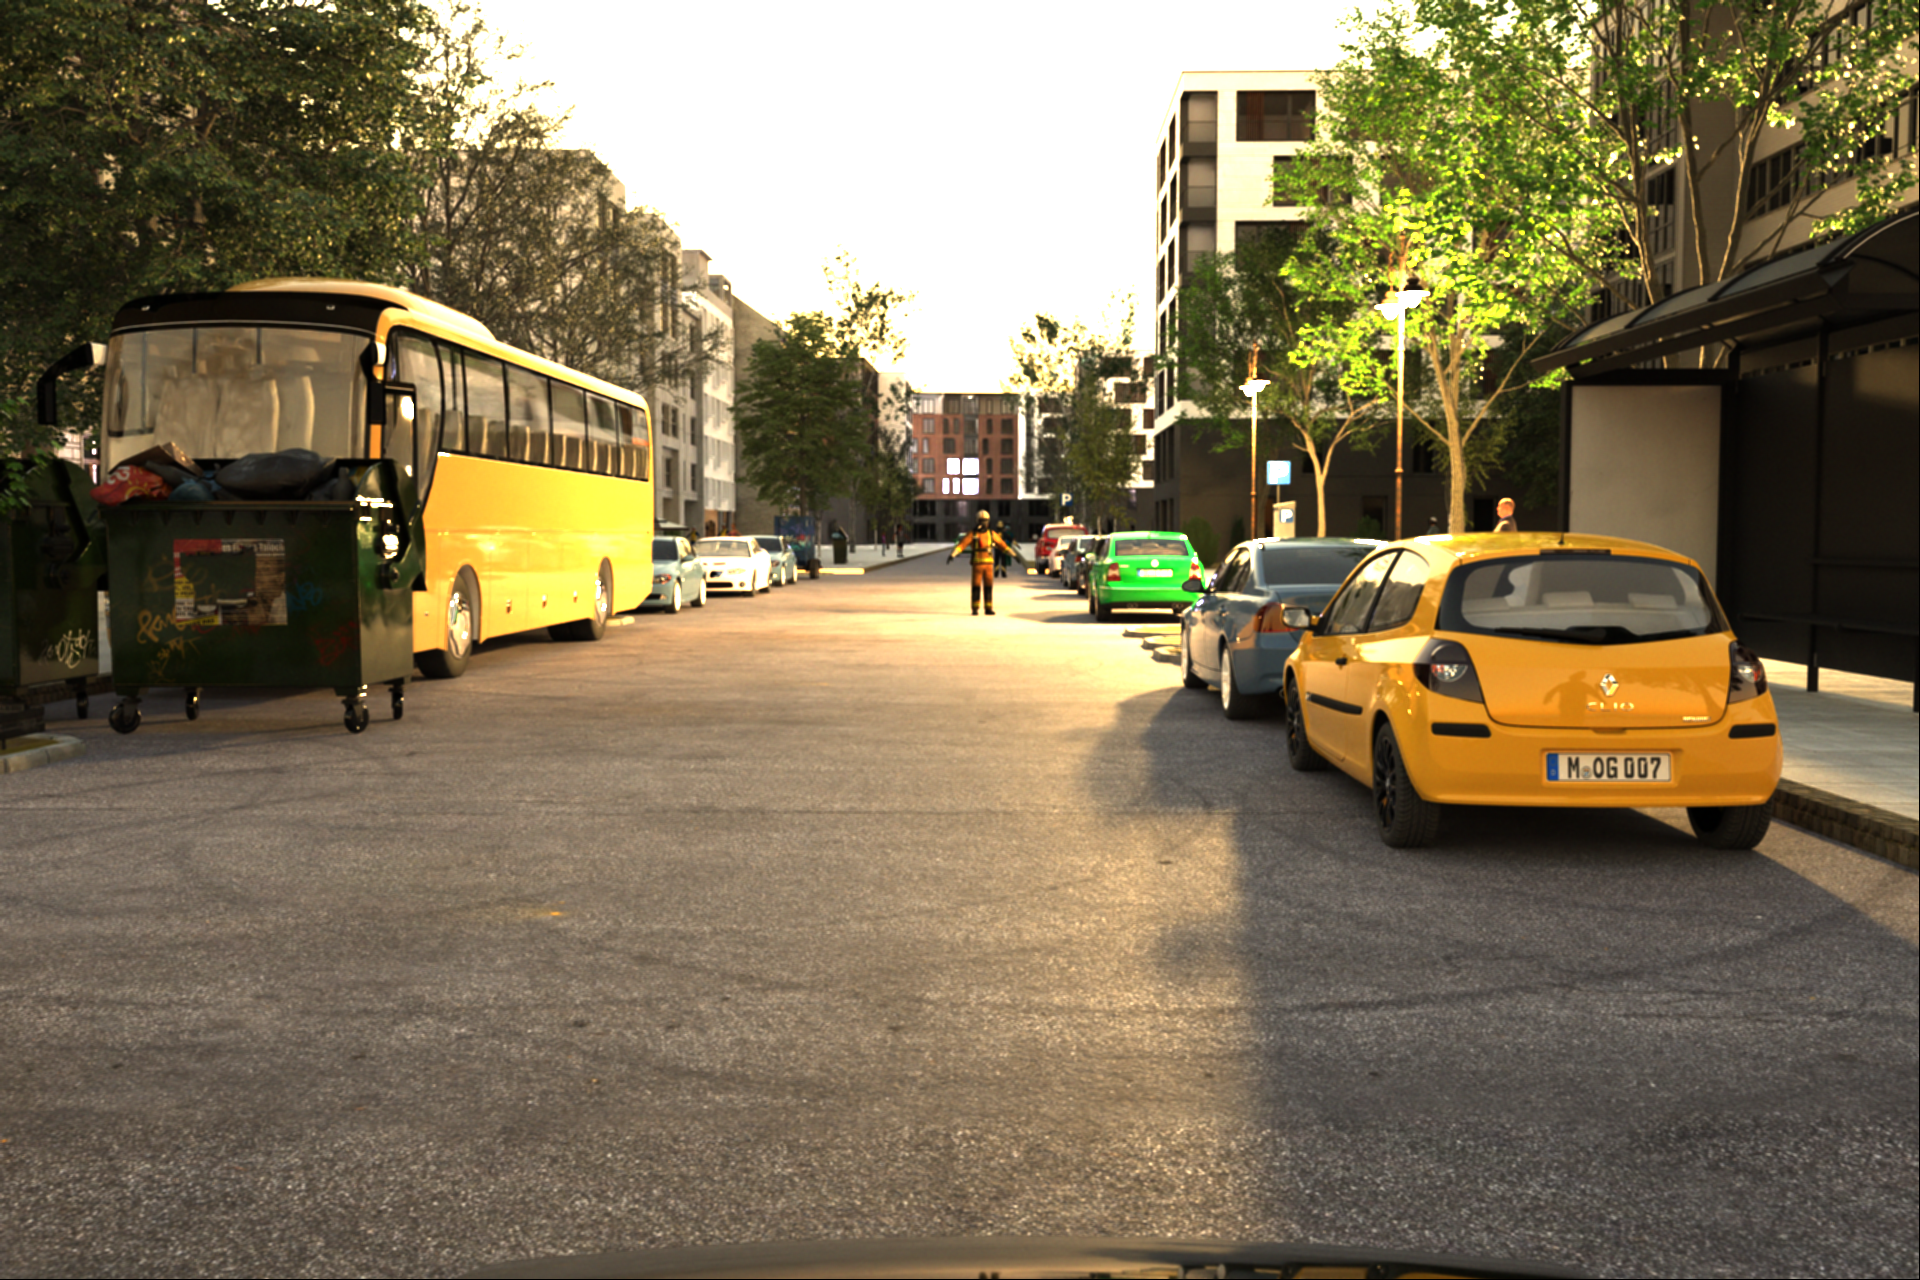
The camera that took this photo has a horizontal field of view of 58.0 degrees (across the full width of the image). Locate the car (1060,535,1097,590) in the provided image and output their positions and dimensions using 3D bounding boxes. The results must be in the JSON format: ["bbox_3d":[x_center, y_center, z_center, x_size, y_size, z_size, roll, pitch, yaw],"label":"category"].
[{"bbox_3d":[3.681,-2.075,45.925,2.014,1.417,4.499,0,4,1],"label":"car"}]

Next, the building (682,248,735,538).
[{"bbox_3d":[-22.037,-15.888,116.185,16.016,20.090,11.380,0,4,1],"label":"building"}]

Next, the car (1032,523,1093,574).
[{"bbox_3d":[3.794,-3.342,63.316,2.281,1.827,5.304,0,4,1],"label":"car"}]

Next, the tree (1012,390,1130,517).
[{"bbox_3d":[9.485,-14.399,145.786,12.009,13.543,11.850,0,3,0],"label":"tree"}]

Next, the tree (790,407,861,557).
[{"bbox_3d":[-8.028,-8.918,96.172,4.360,8.622,3.978,0,3,0],"label":"tree"}]

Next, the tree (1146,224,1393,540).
[{"bbox_3d":[10.247,-8.073,57.750,9.928,11.665,9.643,0,3,0],"label":"tree"}]

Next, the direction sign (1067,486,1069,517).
[{"bbox_3d":[5.069,-5.445,81.027,0.379,3.537,0.876,0,3,0],"label":"direction sign"}]

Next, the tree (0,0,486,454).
[{"bbox_3d":[-12.130,-7.320,26.337,9.857,13.997,8.962,0,3,0],"label":"tree"}]

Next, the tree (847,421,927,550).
[{"bbox_3d":[-6.269,-12.780,143.360,7.601,10.594,8.767,-3,4,-39],"label":"tree"}]

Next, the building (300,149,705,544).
[{"bbox_3d":[-25.137,-14.021,95.697,16.747,18.905,31.486,0,4,1],"label":"building"}]

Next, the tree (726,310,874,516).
[{"bbox_3d":[-7.999,-10.368,87.637,7.486,12.596,7.792,0,3,0],"label":"tree"}]

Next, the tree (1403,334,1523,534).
[{"bbox_3d":[18.195,-6.905,63.265,4.737,8.622,4.395,0,3,0],"label":"tree"}]

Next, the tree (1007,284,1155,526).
[{"bbox_3d":[10.641,-16.780,130.244,12.611,20.169,13.585,0,3,0],"label":"tree"}]

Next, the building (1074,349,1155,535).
[{"bbox_3d":[27.499,-22.233,207.487,27.936,21.610,32.646,0,4,2],"label":"building"}]

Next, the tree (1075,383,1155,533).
[{"bbox_3d":[7.546,-8.205,84.507,4.360,8.622,3.978,0,3,0],"label":"tree"}]

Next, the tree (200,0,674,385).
[{"bbox_3d":[-11.471,-7.804,37.970,12.009,13.543,11.850,0,3,0],"label":"tree"}]

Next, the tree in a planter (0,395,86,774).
[{"bbox_3d":[-6.680,-0.824,10.692,1.991,3.239,1.994,0,4,1],"label":"tree in a planter"}]

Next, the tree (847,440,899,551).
[{"bbox_3d":[-6.804,-11.288,134.924,4.737,8.622,4.395,0,3,0],"label":"tree"}]

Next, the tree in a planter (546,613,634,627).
[{"bbox_3d":[-6.304,-1.859,27.619,1.991,3.239,1.994,0,4,1],"label":"tree in a planter"}]

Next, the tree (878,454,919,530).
[{"bbox_3d":[-5.674,-12.797,159.587,4.737,8.622,4.395,0,3,0],"label":"tree"}]

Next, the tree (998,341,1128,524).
[{"bbox_3d":[10.903,-19.109,168.315,12.611,20.169,13.585,0,3,0],"label":"tree"}]

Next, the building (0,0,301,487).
[{"bbox_3d":[-29.688,-13.348,54.394,11.583,22.565,21.152,0,4,1],"label":"building"}]

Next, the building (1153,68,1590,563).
[{"bbox_3d":[24.183,-15.210,92.665,27.936,21.610,32.646,0,4,2],"label":"building"}]

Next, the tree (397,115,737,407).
[{"bbox_3d":[-11.733,-8.551,50.173,12.009,13.543,11.850,0,3,0],"label":"tree"}]

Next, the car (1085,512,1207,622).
[{"bbox_3d":[3.149,-1.276,29.652,1.959,1.807,4.718,0,4,2],"label":"car"}]

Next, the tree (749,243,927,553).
[{"bbox_3d":[-8.238,-15.886,115.618,12.611,20.169,13.585,0,3,0],"label":"tree"}]

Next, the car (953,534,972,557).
[{"bbox_3d":[0.563,-6.289,111.614,1.959,1.807,4.718,0,4,2],"label":"car"}]

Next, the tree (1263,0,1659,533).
[{"bbox_3d":[9.666,-6.603,33.713,9.928,11.665,9.643,0,3,0],"label":"tree"}]

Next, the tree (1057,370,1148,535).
[{"bbox_3d":[6.284,-7.762,77.275,4.737,8.622,4.395,0,3,0],"label":"tree"}]

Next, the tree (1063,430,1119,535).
[{"bbox_3d":[8.683,-10.343,119.465,4.360,8.622,3.978,0,3,0],"label":"tree"}]

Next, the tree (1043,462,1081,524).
[{"bbox_3d":[9.245,-12.473,154.301,4.737,8.622,4.395,0,3,0],"label":"tree"}]

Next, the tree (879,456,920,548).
[{"bbox_3d":[-5.682,-12.490,154.577,4.737,8.622,4.395,0,3,0],"label":"tree"}]

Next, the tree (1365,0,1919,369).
[{"bbox_3d":[8.799,-5.806,20.690,9.928,11.665,9.643,0,3,0],"label":"tree"}]

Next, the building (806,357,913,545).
[{"bbox_3d":[-20.866,-22.776,216.365,27.936,21.610,32.646,0,4,2],"label":"building"}]

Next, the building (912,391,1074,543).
[{"bbox_3d":[5.209,-25.243,259.154,32.646,21.610,27.936,0,4,-5],"label":"building"}]

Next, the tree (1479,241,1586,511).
[{"bbox_3d":[25.743,-10.047,70.918,9.857,13.997,8.962,0,3,0],"label":"tree"}]

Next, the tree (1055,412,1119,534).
[{"bbox_3d":[7.683,-9.236,101.376,4.360,8.622,3.978,0,3,0],"label":"tree"}]

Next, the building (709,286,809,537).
[{"bbox_3d":[-22.529,-18.846,139.056,19.493,23.208,18.063,0,4,1],"label":"building"}]

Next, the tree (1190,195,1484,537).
[{"bbox_3d":[9.997,-6.882,46.938,8.767,10.594,7.601,2,4,25],"label":"tree"}]

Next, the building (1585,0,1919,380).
[{"bbox_3d":[29.868,-14.144,50.321,14.314,24.678,30.058,0,4,2],"label":"building"}]
